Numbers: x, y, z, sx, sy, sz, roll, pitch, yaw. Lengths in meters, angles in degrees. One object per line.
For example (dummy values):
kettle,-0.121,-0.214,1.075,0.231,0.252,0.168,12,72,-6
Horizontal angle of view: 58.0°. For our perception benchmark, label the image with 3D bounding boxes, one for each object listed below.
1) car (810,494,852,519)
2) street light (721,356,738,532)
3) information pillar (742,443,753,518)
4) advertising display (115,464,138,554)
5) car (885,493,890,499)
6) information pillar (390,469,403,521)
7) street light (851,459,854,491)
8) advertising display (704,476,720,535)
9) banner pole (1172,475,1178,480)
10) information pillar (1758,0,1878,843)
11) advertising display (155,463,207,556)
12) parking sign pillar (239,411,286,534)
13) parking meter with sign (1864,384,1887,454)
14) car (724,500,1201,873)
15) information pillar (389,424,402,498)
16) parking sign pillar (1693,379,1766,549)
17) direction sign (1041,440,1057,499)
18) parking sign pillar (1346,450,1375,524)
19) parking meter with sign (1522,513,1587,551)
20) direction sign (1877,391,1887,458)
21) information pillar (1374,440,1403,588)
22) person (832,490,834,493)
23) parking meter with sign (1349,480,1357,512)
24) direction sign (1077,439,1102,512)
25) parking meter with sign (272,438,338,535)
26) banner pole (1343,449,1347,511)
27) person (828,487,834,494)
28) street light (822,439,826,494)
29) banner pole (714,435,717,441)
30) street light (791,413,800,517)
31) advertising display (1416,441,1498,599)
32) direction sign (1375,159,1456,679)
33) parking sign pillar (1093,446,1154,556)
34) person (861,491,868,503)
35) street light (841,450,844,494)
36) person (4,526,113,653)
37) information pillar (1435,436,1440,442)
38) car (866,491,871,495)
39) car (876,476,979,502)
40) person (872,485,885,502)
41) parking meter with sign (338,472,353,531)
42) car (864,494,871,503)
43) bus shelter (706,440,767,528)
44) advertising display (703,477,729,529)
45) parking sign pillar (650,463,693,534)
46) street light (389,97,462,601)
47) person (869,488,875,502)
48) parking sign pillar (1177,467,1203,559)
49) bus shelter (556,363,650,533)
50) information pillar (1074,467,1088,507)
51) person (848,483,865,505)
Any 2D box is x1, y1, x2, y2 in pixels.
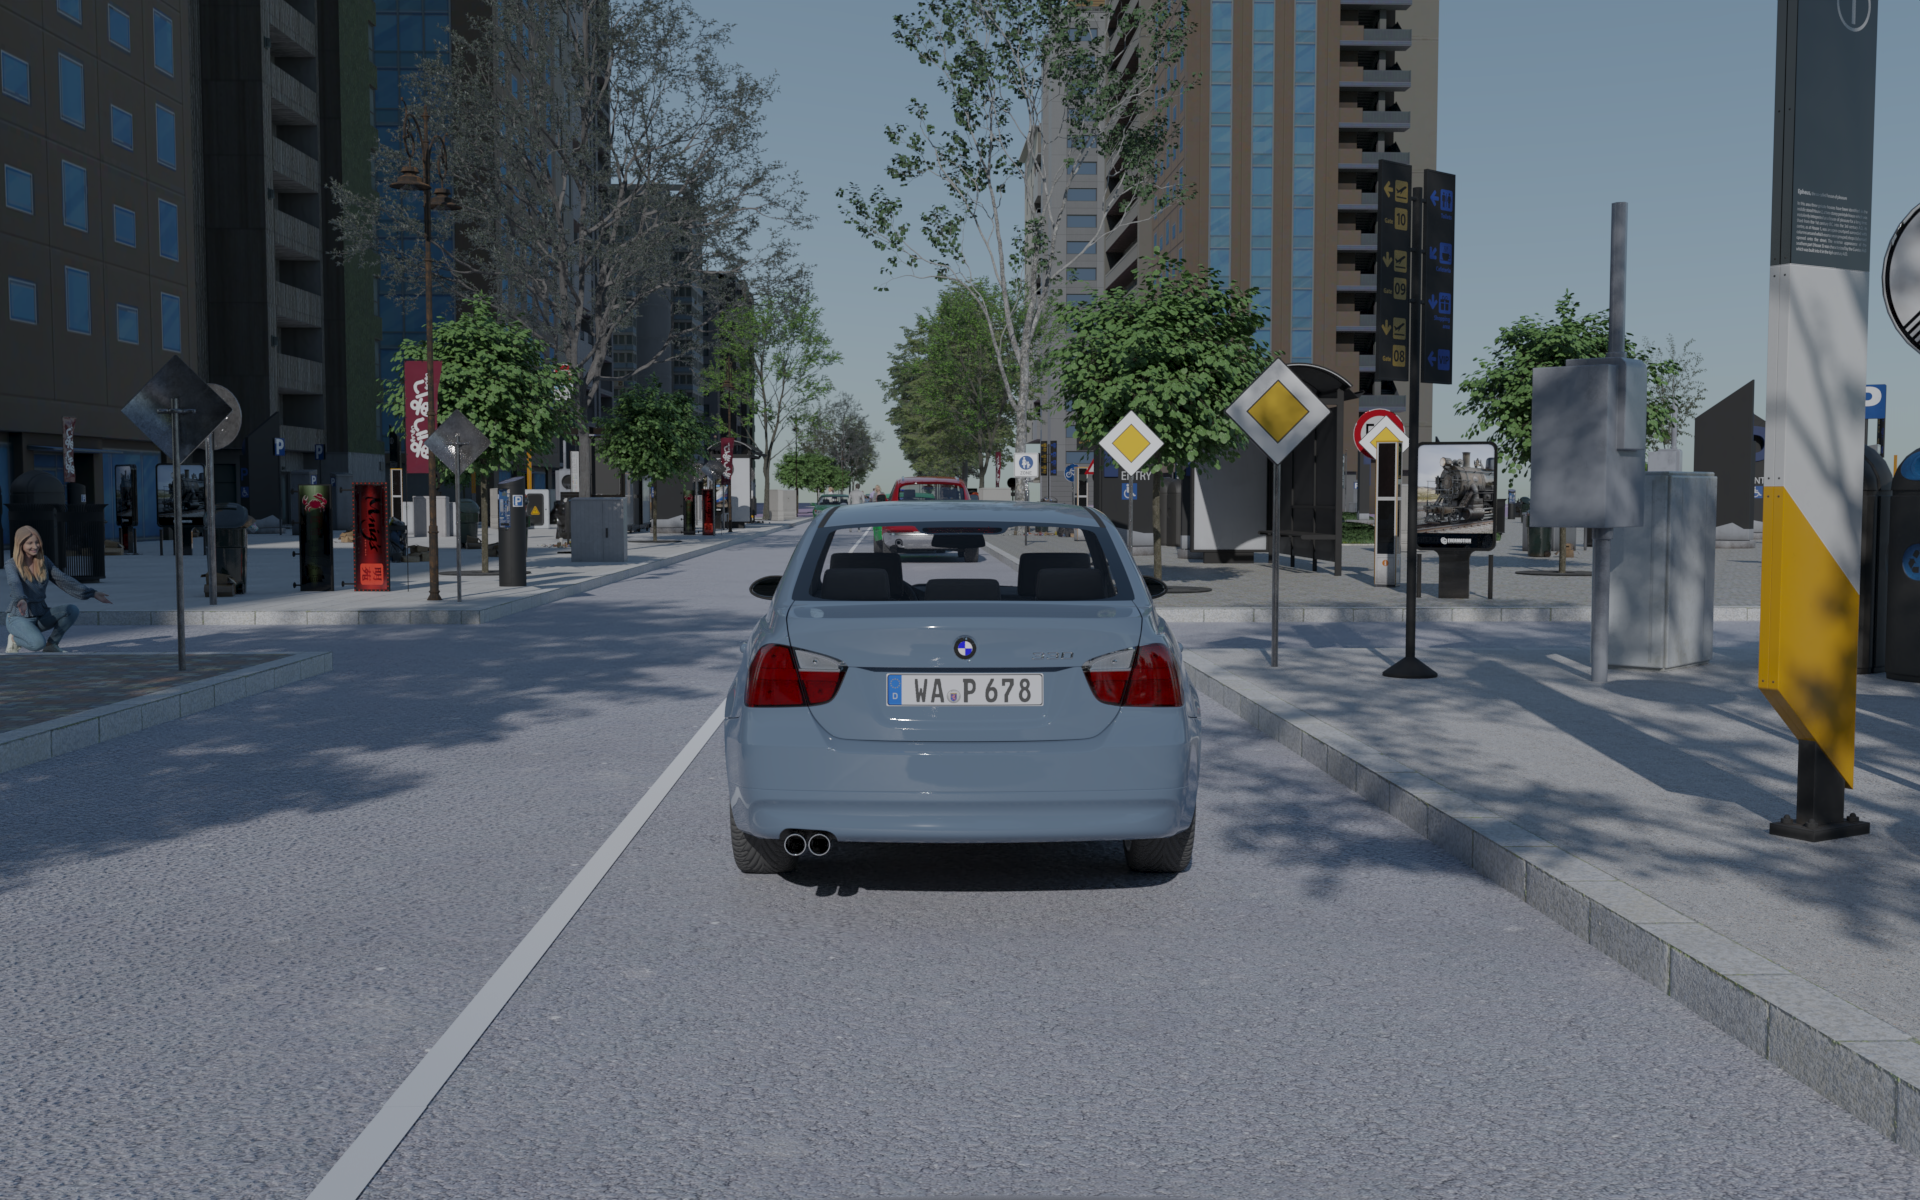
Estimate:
car,-5.442,-3.886,75.337,2.131,1.459,4.920,0,4,-3
street light,-7.729,-5.219,58.118,0.468,5.910,1.993,0,4,-2
information pillar,-9.802,-5.429,80.118,0.504,3.616,0.183,0,4,1
advertising display,-18.105,-1.983,37.630,0.974,1.923,0.123,3,5,45
car,-1.294,-2.125,43.545,1.959,1.807,4.718,0,4,-3
information pillar,-16.315,-2.793,50.161,0.304,2.012,0.304,-1,4,-23
street light,-13.517,-14.974,217.617,0.468,5.910,1.993,0,4,-2
advertising display,-7.880,-3.043,54.969,0.123,1.923,0.974,-1,4,-19
banner pole,10.424,-5.721,83.557,0.401,3.779,0.863,-3,5,-41
information pillar,3.172,-0.919,6.383,0.504,3.616,0.183,-2,4,-30
advertising display,-16.241,-1.892,36.155,0.974,1.923,0.123,-1,4,-13
parking sign pillar,-22.638,-4.133,56.041,1.447,3.967,1.447,2,4,26
parking meter with sign,14.000,-1.876,26.930,0.543,3.016,1.738,2,4,31
car,-0.002,0.254,7.843,2.014,1.417,4.499,0,4,0
information pillar,-18.890,-4.070,57.897,0.504,3.616,0.183,3,4,39
parking sign pillar,18.224,-3.231,41.295,1.447,3.967,1.447,3,4,39
direction sign,3.764,-4.985,73.497,0.876,3.537,0.379,3,5,43
parking sign pillar,17.199,-5.220,73.819,1.447,3.967,1.447,1,4,8
parking meter with sign,13.463,-2.610,38.938,1.738,3.016,0.543,-2,4,-25
direction sign,19.970,-2.789,37.604,0.379,3.537,0.876,1,4,19
information pillar,5.910,-1.186,23.888,0.304,2.012,0.304,2,4,27
person,-7.507,-5.680,102.298,0.756,1.711,0.436,3,4,37
parking meter with sign,20.340,-5.633,88.353,0.543,3.016,1.738,2,4,33
direction sign,2.517,-2.388,31.038,0.876,3.537,0.379,1,4,18
parking meter with sign,-20.357,-3.516,53.745,1.738,3.016,0.543,1,4,10
banner pole,21.162,-6.453,95.527,0.401,3.779,0.863,3,5,43
person,-6.634,-4.933,89.378,0.641,1.798,0.478,-1,4,-20
street light,-10.562,-9.892,134.524,0.468,5.910,1.993,0,4,-2
banner pole,-10.206,-5.128,73.859,0.863,3.779,0.401,1,4,17
street light,-9.181,-7.608,97.177,0.468,5.910,1.993,0,4,-2
advertising display,6.075,-0.981,21.245,0.974,1.923,0.123,1,4,21
direction sign,3.169,-1.229,12.093,0.876,3.537,0.379,-3,5,-41
parking sign pillar,3.495,-2.940,36.543,1.447,3.967,1.447,-1,4,-17
person,-8.798,-9.084,157.738,0.721,1.743,1.217,3,4,37
street light,-12.200,-12.690,180.267,0.468,5.910,1.993,0,4,-2
person,-8.063,-0.083,15.364,0.738,1.151,1.012,2,4,31
information pillar,19.289,-4.803,69.889,0.183,3.616,0.504,-1,4,-12
car,-11.340,-12.883,219.438,1.959,1.807,4.718,0,4,-3
car,-0.684,-1.778,37.742,2.281,1.827,5.304,0,4,-3
person,-3.143,-3.588,67.351,0.537,1.800,0.526,0,4,1
parking meter with sign,-21.821,-3.971,61.187,0.543,3.016,1.738,3,4,38
car,-9.788,-10.920,190.538,2.014,1.417,4.499,0,4,-2
bus shelter,-8.673,-4.482,67.209,2.014,3.302,5.546,0,4,-2
advertising display,-8.916,-3.554,63.324,0.974,1.923,0.123,1,4,10
parking sign pillar,-9.436,-4.173,56.703,1.447,3.967,1.447,-2,4,-27
street light,-6.348,-2.933,20.745,0.468,5.910,1.993,0,4,-2
person,-5.899,-6.805,119.623,0.709,1.838,0.599,1,4,13
parking sign pillar,5.071,-2.815,34.504,1.447,3.967,1.447,0,4,3
bus shelter,-11.483,-4.786,55.886,2.179,5.291,8.768,0,4,-2
information pillar,3.284,-2.602,47.043,0.304,2.012,0.304,-1,4,-15
person,-3.905,-3.476,65.185,0.661,1.843,0.795,1,4,13
